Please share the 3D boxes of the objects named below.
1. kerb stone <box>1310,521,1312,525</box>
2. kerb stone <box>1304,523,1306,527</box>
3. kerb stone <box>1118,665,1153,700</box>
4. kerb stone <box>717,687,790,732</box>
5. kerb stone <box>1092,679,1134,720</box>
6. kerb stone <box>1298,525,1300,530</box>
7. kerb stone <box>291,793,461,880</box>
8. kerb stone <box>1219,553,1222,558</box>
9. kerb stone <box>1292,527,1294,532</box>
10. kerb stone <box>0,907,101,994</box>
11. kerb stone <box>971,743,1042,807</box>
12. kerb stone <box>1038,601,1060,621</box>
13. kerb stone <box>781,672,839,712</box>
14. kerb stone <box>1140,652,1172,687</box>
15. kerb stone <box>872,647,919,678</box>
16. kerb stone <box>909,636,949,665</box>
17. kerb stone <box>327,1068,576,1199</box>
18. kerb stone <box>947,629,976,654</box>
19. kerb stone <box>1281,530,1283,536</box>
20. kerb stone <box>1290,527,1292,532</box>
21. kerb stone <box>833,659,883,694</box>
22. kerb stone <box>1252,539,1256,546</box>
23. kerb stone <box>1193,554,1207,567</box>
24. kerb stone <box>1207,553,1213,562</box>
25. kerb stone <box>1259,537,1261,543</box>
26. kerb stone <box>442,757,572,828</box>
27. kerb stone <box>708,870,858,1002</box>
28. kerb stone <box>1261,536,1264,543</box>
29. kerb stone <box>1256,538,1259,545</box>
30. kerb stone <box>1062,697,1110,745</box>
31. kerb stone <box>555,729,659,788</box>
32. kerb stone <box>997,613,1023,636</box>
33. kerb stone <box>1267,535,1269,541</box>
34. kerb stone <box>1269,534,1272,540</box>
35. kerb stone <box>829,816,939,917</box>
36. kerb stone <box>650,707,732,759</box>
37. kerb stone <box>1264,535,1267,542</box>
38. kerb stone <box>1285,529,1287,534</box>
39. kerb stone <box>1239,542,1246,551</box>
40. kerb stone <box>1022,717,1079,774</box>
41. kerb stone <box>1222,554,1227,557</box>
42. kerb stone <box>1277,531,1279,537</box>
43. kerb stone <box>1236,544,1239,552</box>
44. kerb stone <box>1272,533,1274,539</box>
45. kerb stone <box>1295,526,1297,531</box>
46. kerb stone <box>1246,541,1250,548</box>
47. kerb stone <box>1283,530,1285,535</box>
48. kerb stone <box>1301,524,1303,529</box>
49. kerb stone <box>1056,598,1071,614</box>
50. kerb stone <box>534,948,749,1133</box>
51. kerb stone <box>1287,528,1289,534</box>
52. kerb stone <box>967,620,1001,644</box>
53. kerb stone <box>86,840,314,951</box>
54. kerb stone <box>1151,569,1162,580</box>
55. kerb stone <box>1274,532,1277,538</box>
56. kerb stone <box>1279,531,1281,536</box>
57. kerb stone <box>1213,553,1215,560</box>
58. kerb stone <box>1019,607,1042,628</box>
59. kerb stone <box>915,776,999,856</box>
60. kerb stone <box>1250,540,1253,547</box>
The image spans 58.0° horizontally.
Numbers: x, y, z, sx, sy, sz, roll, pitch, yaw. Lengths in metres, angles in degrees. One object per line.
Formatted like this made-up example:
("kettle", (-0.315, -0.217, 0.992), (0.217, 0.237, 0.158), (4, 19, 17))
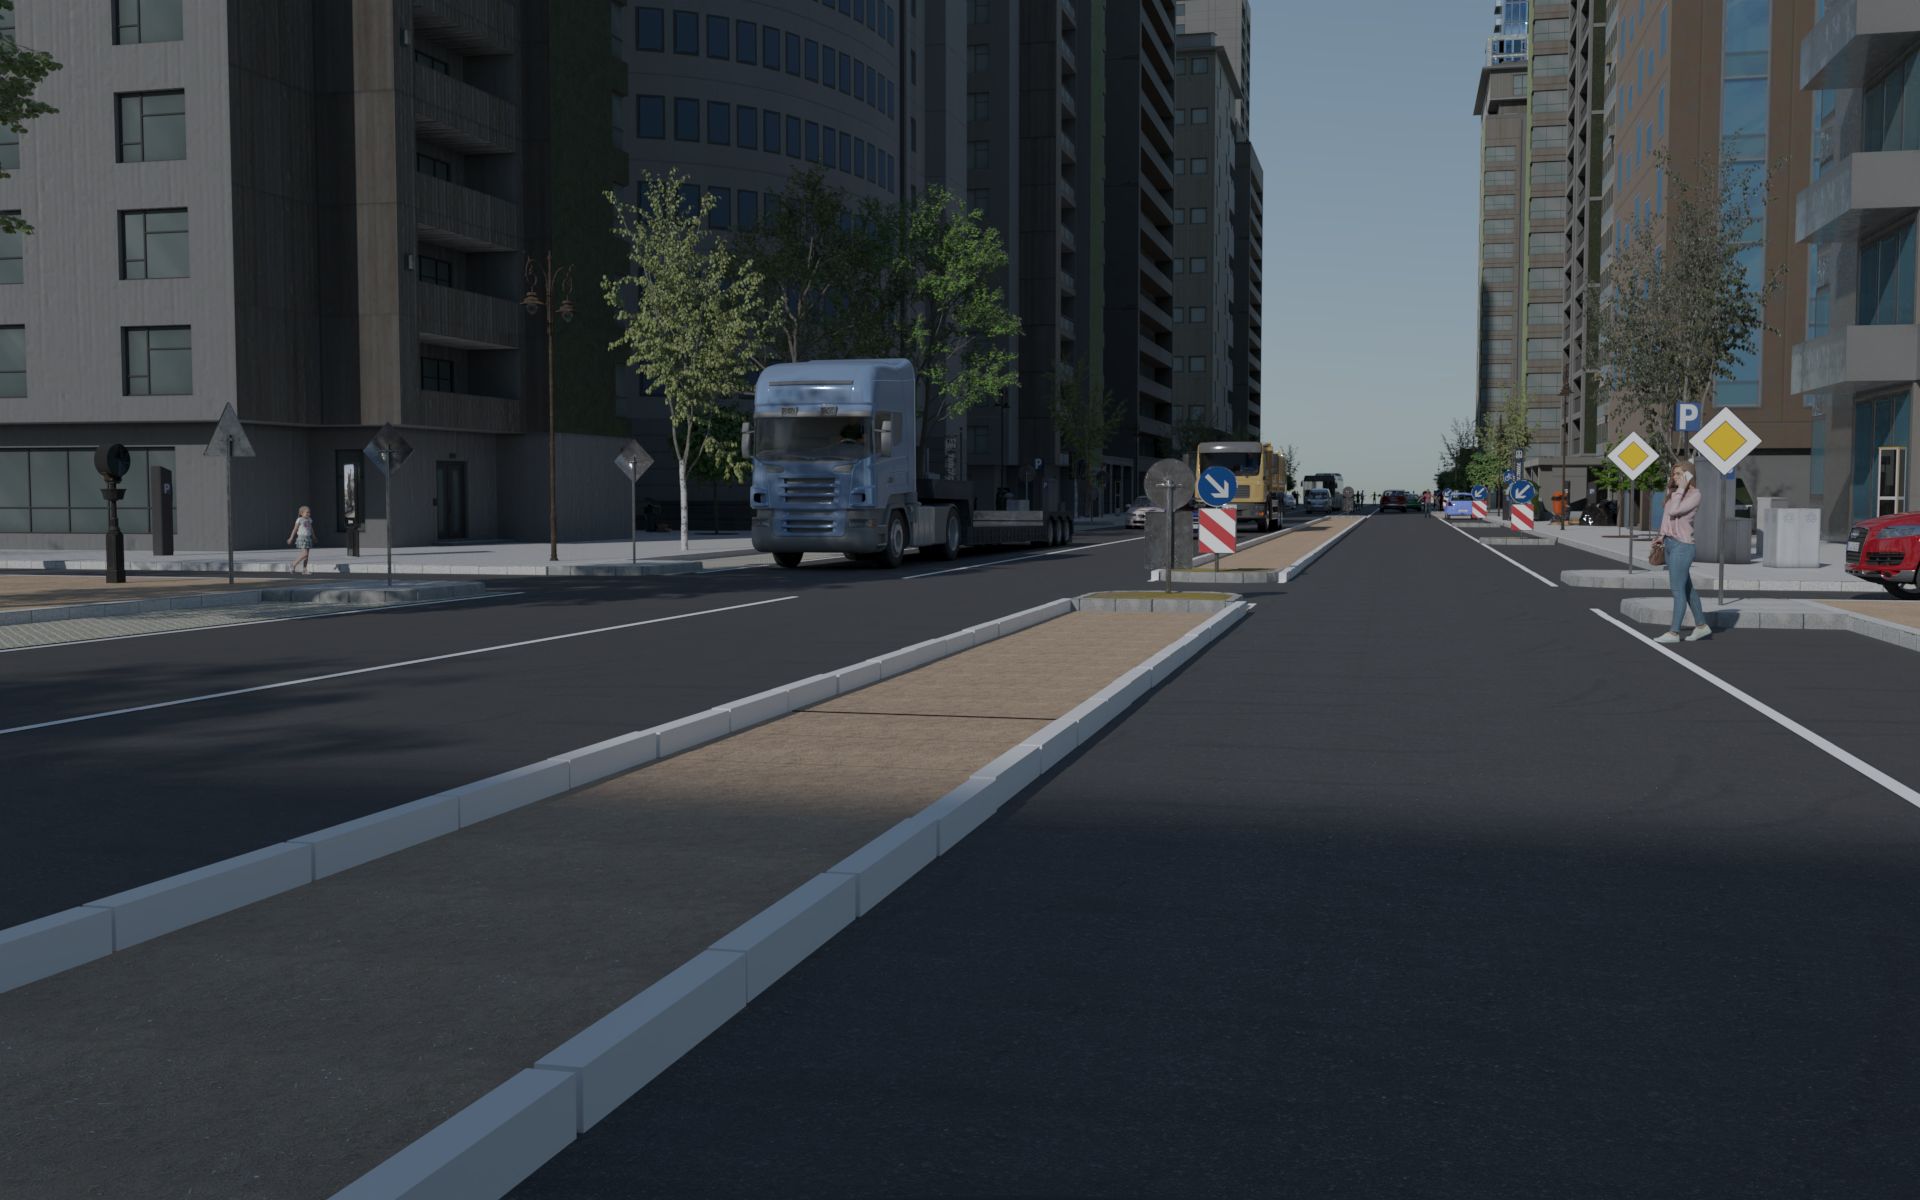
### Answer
("kerb stone", (15.430, -3.349, 76.973), (0.120, 0.150, 1.000), (1, 4, 14))
("kerb stone", (14.175, -3.047, 72.011), (0.120, 0.150, 1.000), (1, 4, 14))
("kerb stone", (1.228, 0.606, 12.333), (0.120, 0.150, 1.000), (1, 4, 14))
("kerb stone", (-1.306, 0.694, 10.844), (0.120, 0.150, 1.000), (1, 4, 14))
("kerb stone", (0.987, 0.665, 11.339), (0.120, 0.150, 1.000), (1, 4, 14))
("kerb stone", (13.160, -2.801, 68.034), (0.120, 0.150, 1.000), (1, 4, 14))
("kerb stone", (-2.308, 0.937, 6.875), (0.120, 0.150, 1.000), (1, 4, 14))
("kerb stone", (5.620, -0.980, 38.225), (0.120, 0.150, 1.000), (1, 4, 14))
("kerb stone", (12.154, -2.558, 64.047), (0.120, 0.150, 1.000), (1, 4, 14))
("kerb stone", (-2.805, 1.058, 4.890), (0.120, 0.150, 1.000), (1, 4, 14))
("kerb stone", (0.225, 0.847, 8.348), (0.120, 0.150, 1.000), (1, 4, 14))
("kerb stone", (0.956, 0.149, 19.802), (0.120, 0.150, 1.000), (1, 4, 14))
("kerb stone", (-1.058, 0.634, 11.837), (0.120, 0.150, 1.000), (1, 4, 14))
("kerb stone", (1.489, 0.543, 13.321), (0.120, 0.150, 1.000), (1, 4, 14))
("kerb stone", (-0.543, 0.512, 13.828), (0.120, 0.150, 1.000), (1, 4, 14))
("kerb stone", (-0.304, 0.450, 14.832), (0.120, 0.150, 1.000), (1, 4, 14))
("kerb stone", (-1.033, 1.152, 3.377), (0.120, 0.150, 1.000), (1, 4, 14))
("kerb stone", (-0.055, 0.398, 15.824), (0.120, 0.150, 1.000), (1, 4, 14))
("kerb stone", (10.645, -2.196, 58.092), (0.120, 0.150, 1.000), (1, 4, 14))
("kerb stone", (11.909, -2.499, 63.051), (0.120, 0.150, 1.000), (1, 4, 14))
("kerb stone", (-0.795, 0.577, 12.836), (0.120, 0.150, 1.000), (1, 4, 14))
("kerb stone", (7.882, -1.525, 47.168), (0.120, 0.150, 1.000), (1, 4, 14))
("kerb stone", (4.864, -0.798, 35.244), (0.120, 0.150, 1.000), (1, 4, 14))
("kerb stone", (5.130, -0.859, 36.240), (0.120, 0.150, 1.000), (1, 4, 14))
("kerb stone", (8.386, -1.649, 49.161), (0.120, 0.150, 1.000), (1, 4, 14))
("kerb stone", (-2.063, 0.878, 7.868), (0.120, 0.150, 1.000), (1, 4, 14))
("kerb stone", (-0.533, 1.029, 5.368), (0.120, 0.150, 1.000), (1, 4, 14))
("kerb stone", (8.636, -1.710, 50.152), (0.120, 0.150, 1.000), (1, 4, 14))
("kerb stone", (8.137, -1.585, 48.165), (0.120, 0.150, 1.000), (1, 4, 14))
("kerb stone", (0.737, 0.727, 10.343), (0.120, 0.150, 1.000), (1, 4, 14))
("kerb stone", (-1.817, 0.816, 8.860), (0.120, 0.150, 1.000), (1, 4, 14))
("kerb stone", (0.460, 0.268, 17.806), (0.120, 0.150, 1.000), (1, 4, 14))
("kerb stone", (9.142, -1.831, 52.139), (0.120, 0.150, 1.000), (1, 4, 14))
("kerb stone", (9.392, -1.892, 53.130), (0.120, 0.150, 1.000), (1, 4, 14))
("kerb stone", (-0.274, 0.968, 6.362), (0.120, 0.150, 1.000), (1, 4, 14))
("kerb stone", (-1.555, 0.760, 9.853), (0.120, 0.150, 1.000), (1, 4, 14))
("kerb stone", (8.893, -1.771, 51.147), (0.120, 0.150, 1.000), (1, 4, 14))
("kerb stone", (11.148, -2.317, 60.077), (0.120, 0.150, 1.000), (1, 4, 14))
("kerb stone", (7.136, -1.345, 44.190), (0.120, 0.150, 1.000), (1, 4, 14))
("kerb stone", (0.482, 0.786, 9.351), (0.120, 0.150, 1.000), (1, 4, 14))
("kerb stone", (5.877, -1.038, 39.220), (0.120, 0.150, 1.000), (1, 4, 14))
("kerb stone", (10.148, -2.074, 56.109), (0.120, 0.150, 1.000), (1, 4, 14))
("kerb stone", (6.637, -1.223, 42.194), (0.120, 0.150, 1.000), (1, 4, 14))
("kerb stone", (9.645, -1.953, 54.124), (0.120, 0.150, 1.000), (1, 4, 14))
("kerb stone", (12.661, -2.681, 66.037), (0.120, 0.150, 1.000), (1, 4, 14))
("kerb stone", (7.388, -1.406, 45.184), (0.120, 0.150, 1.000), (1, 4, 14))
("kerb stone", (10.894, -2.256, 59.083), (0.120, 0.150, 1.000), (1, 4, 14))
("kerb stone", (13.665, -2.925, 70.023), (0.120, 0.150, 1.000), (1, 4, 14))
("kerb stone", (1.204, 0.086, 20.794), (0.120, 0.150, 1.000), (1, 4, 14))
("kerb stone", (-0.779, 1.090, 4.376), (0.120, 0.150, 1.000), (1, 4, 14))
("kerb stone", (11.404, -2.377, 61.066), (0.120, 0.150, 1.000), (1, 4, 14))
("kerb stone", (0.201, 0.329, 16.817), (0.120, 0.150, 1.000), (1, 4, 14))
("kerb stone", (-2.560, 0.998, 5.882), (0.120, 0.150, 1.000), (1, 4, 14))
("kerb stone", (3.364, -0.432, 29.282), (0.120, 0.150, 1.000), (1, 4, 14))
("kerb stone", (9.900, -2.013, 55.114), (0.120, 0.150, 1.000), (1, 4, 14))
("kerb stone", (10.397, -2.133, 57.100), (0.120, 0.150, 1.000), (1, 4, 14))
("kerb stone", (5.372, -0.917, 37.233), (0.120, 0.150, 1.000), (1, 4, 14))
("kerb stone", (0.707, 0.208, 18.798), (0.120, 0.150, 1.000), (1, 4, 14))
("kerb stone", (-0.015, 0.913, 7.352), (0.120, 0.150, 1.000), (1, 4, 14))
("kerb stone", (7.637, -1.464, 46.175), (0.120, 0.150, 1.000), (1, 4, 14))
